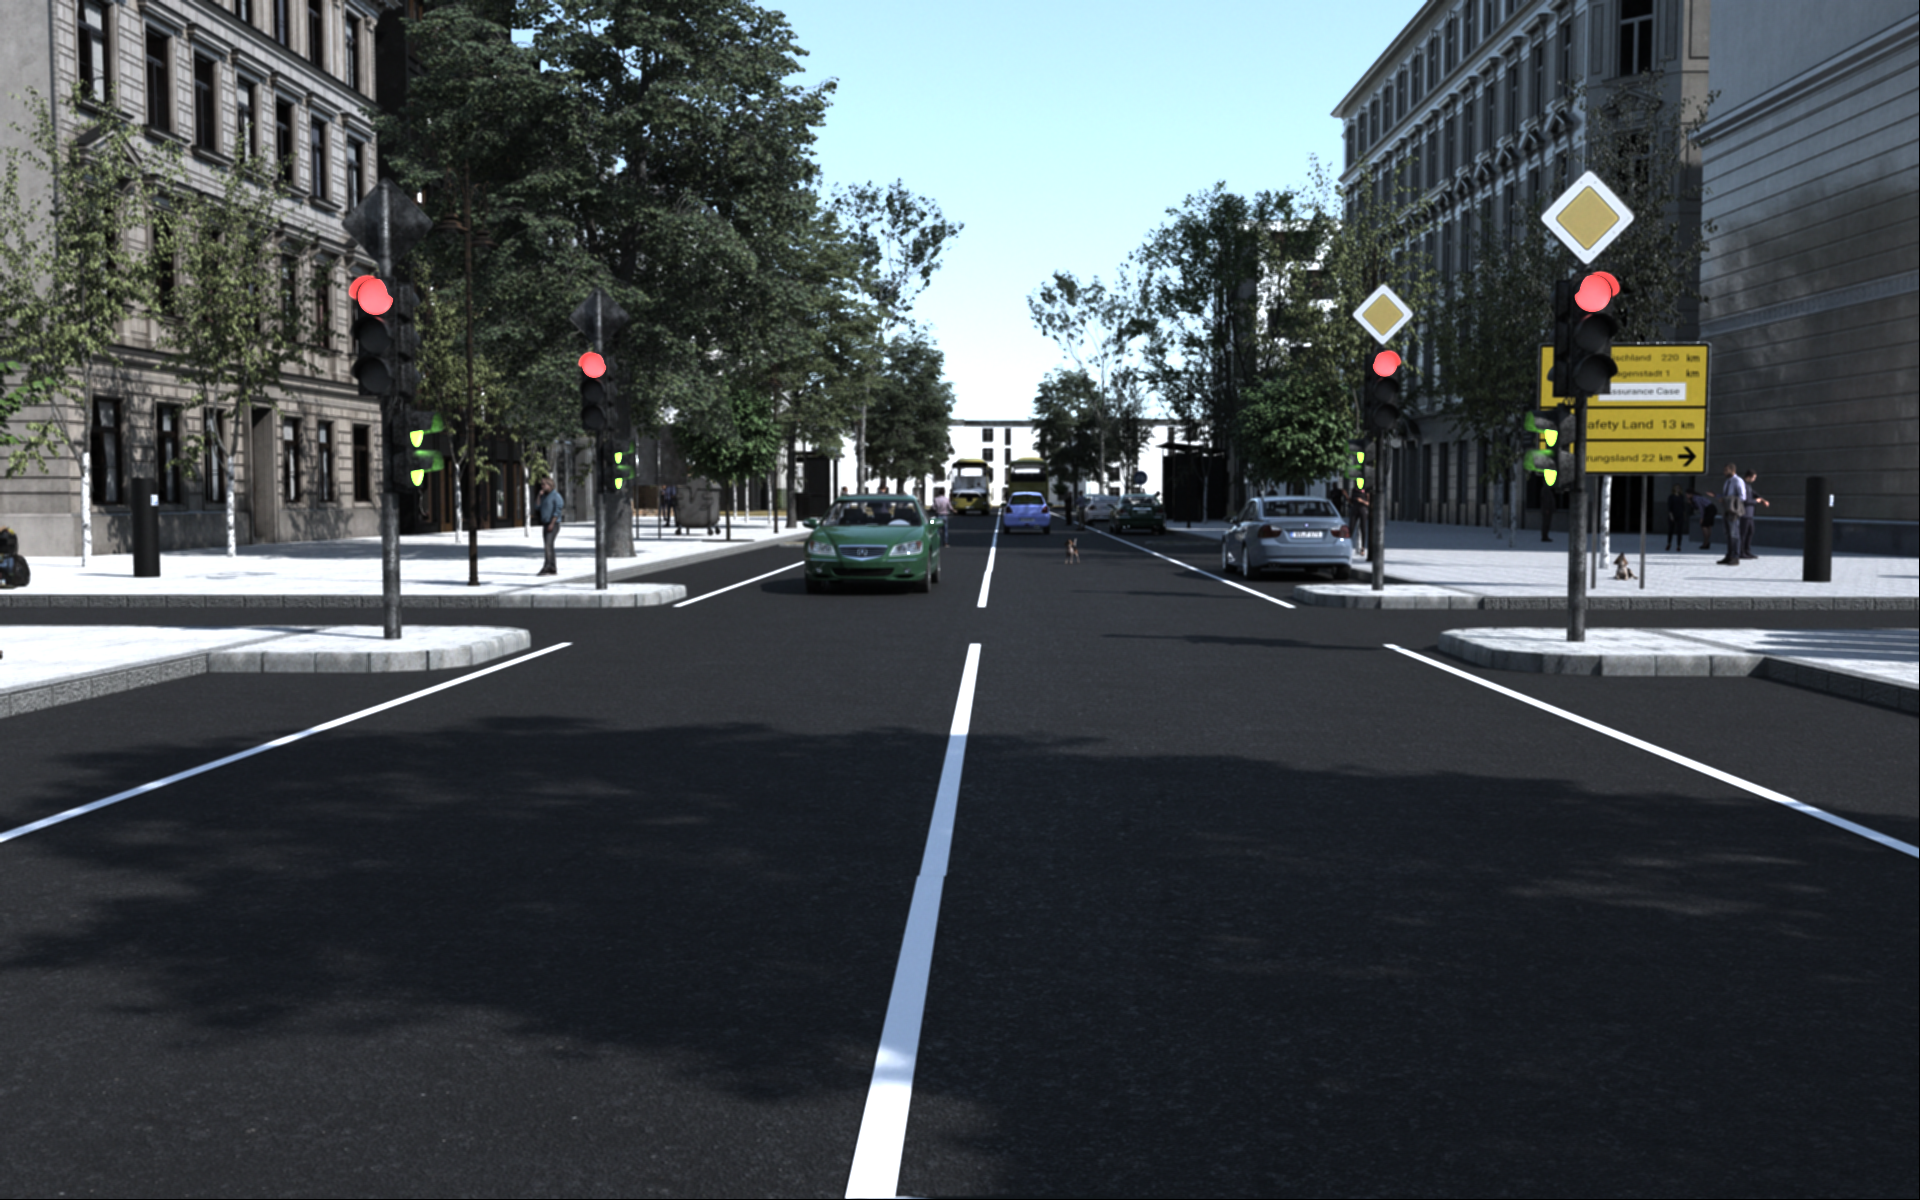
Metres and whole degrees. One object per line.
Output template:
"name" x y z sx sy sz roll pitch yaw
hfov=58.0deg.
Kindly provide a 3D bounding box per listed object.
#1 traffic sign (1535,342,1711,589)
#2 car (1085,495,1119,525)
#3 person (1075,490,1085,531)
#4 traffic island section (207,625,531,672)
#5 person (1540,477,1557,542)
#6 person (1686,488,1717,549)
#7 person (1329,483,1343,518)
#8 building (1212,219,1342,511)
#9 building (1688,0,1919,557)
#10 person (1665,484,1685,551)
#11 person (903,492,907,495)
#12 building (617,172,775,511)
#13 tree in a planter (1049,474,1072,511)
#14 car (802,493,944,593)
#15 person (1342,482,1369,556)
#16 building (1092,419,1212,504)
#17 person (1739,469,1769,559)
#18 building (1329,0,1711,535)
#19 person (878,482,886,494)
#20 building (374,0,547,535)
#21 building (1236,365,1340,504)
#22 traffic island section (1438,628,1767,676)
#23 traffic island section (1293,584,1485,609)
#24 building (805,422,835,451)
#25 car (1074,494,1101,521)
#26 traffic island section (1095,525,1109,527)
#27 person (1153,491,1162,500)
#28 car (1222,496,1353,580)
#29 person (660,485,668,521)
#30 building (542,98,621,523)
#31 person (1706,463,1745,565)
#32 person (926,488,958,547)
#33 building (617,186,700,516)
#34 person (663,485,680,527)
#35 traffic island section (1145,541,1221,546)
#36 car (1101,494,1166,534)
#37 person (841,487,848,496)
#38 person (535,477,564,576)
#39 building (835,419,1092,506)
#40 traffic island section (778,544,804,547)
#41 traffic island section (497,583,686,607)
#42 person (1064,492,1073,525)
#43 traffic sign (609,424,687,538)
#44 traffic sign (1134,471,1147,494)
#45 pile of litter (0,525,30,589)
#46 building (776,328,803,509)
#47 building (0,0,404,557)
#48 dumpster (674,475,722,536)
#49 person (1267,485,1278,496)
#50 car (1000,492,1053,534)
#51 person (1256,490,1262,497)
"traffic sign" 8.909 -1.803 23.357 2.265 3.308 0.079 0 4 4
"car" 6.786 -4.185 80.780 2.083 1.381 4.827 0 4 2
"person" 4.724 -3.509 67.942 0.319 1.574 0.516 3 5 41
"traffic island section" -5.049 0.423 15.360 2.009 0.180 2.903 0 4 1
"person" 15.925 -2.463 46.862 0.434 1.755 0.990 2 4 24
"person" 17.230 -1.896 40.273 0.697 1.427 0.421 1 4 16
"person" 16.064 -4.112 73.954 0.565 1.739 0.600 0 4 6
"building" 34.874 -18.419 145.117 27.936 21.610 32.646 0 4 1
"building" 29.255 -15.493 39.215 20.117 28.700 13.634 0 4 1
"person" 16.130 -1.867 39.109 0.480 1.512 0.613 -1 4 -17
"person" -2.978 -5.214 95.962 0.471 1.553 0.569 3 5 41
"building" -29.484 -17.300 126.827 27.936 21.610 32.646 0 4 1
"tree in a planter" 8.782 -9.449 151.708 1.991 3.239 1.994 0 4 1
"car" -1.284 -0.909 26.659 2.131 1.459 4.920 0 4 2
"person" 8.242 -1.745 36.043 0.593 1.643 0.415 -1 4 -9
"building" 28.569 -15.593 197.090 28.070 9.664 9.099 0 4 1
"person" 15.625 -1.691 34.144 0.568 1.767 0.683 2 4 28
"building" 28.614 -18.264 75.027 17.030 29.872 44.131 0 4 1
"person" -1.868 -1.969 41.614 0.541 1.710 0.530 3 5 42
"building" -23.065 -14.192 61.712 12.332 23.373 15.834 0 4 1
"building" 24.720 -10.576 115.070 9.099 9.664 28.070 0 4 1
"traffic island section" 5.389 0.439 15.097 2.009 0.180 2.903 0 4 1
"traffic island section" 5.587 -0.049 23.079 2.009 0.180 2.903 0 4 1
"building" -27.529 -15.738 199.466 28.070 9.664 9.099 0 4 1
"car" 7.153 -4.888 91.718 2.131 1.459 4.920 0 4 1
"traffic island section" 6.882 -3.219 75.501 1.991 0.108 1.994 0 4 1
"person" 9.821 -4.816 87.968 0.799 1.438 0.628 0 4 -3
"car" 5.656 -1.112 30.185 2.014 1.417 4.499 0 4 1
"person" -14.264 -4.685 83.461 0.431 1.722 0.655 2 4 32
"building" -22.061 -14.051 78.892 9.793 20.994 18.267 0 4 1
"person" 13.802 -1.551 31.270 0.599 1.838 0.709 0 4 -3
"person" -0.497 -2.239 47.069 0.963 1.587 0.435 -1 4 -13
"building" -24.014 -15.189 104.759 16.016 20.091 11.380 0 4 1
"person" -11.202 -3.749 67.205 0.709 1.838 0.599 0 3 0
"traffic island section" 6.211 -1.572 48.566 1.991 0.108 1.994 0 4 1
"car" 6.418 -3.122 62.846 2.131 1.459 4.920 0 4 1
"person" -4.397 -3.522 66.911 0.431 1.722 0.655 0 4 5
"person" -6.456 -1.161 27.234 0.429 1.552 0.499 -1 4 -16
"building" 0.506 -15.630 197.702 28.070 9.664 9.099 0 4 1
"traffic island section" -3.920 -1.536 47.978 1.991 0.108 1.994 0 4 1
"traffic island section" -4.851 -0.065 23.343 2.009 0.180 2.903 0 4 1
"person" 5.017 -4.247 80.214 0.388 1.546 0.482 0 4 0
"traffic sign" -9.006 -3.432 49.991 2.265 3.308 0.079 0 4 3
"traffic sign" 9.958 -5.840 95.594 0.768 2.556 0.104 1 4 11
"pile of litter" -13.337 -0.588 23.571 1.176 0.858 1.719 0 4 2
"building" -30.786 -17.704 155.925 31.486 18.905 16.747 0 4 1
"building" -22.514 -10.962 43.860 10.561 19.102 19.286 0 4 1
"dumpster" -8.199 -2.958 54.118 1.264 1.857 1.865 0 4 1
"person" 16.736 -5.275 92.814 0.617 1.759 0.750 1 4 12
"car" 2.442 -3.293 63.427 1.945 1.707 3.694 0 4 2
"person" 14.685 -4.683 85.308 0.600 1.496 0.574 2 4 28
